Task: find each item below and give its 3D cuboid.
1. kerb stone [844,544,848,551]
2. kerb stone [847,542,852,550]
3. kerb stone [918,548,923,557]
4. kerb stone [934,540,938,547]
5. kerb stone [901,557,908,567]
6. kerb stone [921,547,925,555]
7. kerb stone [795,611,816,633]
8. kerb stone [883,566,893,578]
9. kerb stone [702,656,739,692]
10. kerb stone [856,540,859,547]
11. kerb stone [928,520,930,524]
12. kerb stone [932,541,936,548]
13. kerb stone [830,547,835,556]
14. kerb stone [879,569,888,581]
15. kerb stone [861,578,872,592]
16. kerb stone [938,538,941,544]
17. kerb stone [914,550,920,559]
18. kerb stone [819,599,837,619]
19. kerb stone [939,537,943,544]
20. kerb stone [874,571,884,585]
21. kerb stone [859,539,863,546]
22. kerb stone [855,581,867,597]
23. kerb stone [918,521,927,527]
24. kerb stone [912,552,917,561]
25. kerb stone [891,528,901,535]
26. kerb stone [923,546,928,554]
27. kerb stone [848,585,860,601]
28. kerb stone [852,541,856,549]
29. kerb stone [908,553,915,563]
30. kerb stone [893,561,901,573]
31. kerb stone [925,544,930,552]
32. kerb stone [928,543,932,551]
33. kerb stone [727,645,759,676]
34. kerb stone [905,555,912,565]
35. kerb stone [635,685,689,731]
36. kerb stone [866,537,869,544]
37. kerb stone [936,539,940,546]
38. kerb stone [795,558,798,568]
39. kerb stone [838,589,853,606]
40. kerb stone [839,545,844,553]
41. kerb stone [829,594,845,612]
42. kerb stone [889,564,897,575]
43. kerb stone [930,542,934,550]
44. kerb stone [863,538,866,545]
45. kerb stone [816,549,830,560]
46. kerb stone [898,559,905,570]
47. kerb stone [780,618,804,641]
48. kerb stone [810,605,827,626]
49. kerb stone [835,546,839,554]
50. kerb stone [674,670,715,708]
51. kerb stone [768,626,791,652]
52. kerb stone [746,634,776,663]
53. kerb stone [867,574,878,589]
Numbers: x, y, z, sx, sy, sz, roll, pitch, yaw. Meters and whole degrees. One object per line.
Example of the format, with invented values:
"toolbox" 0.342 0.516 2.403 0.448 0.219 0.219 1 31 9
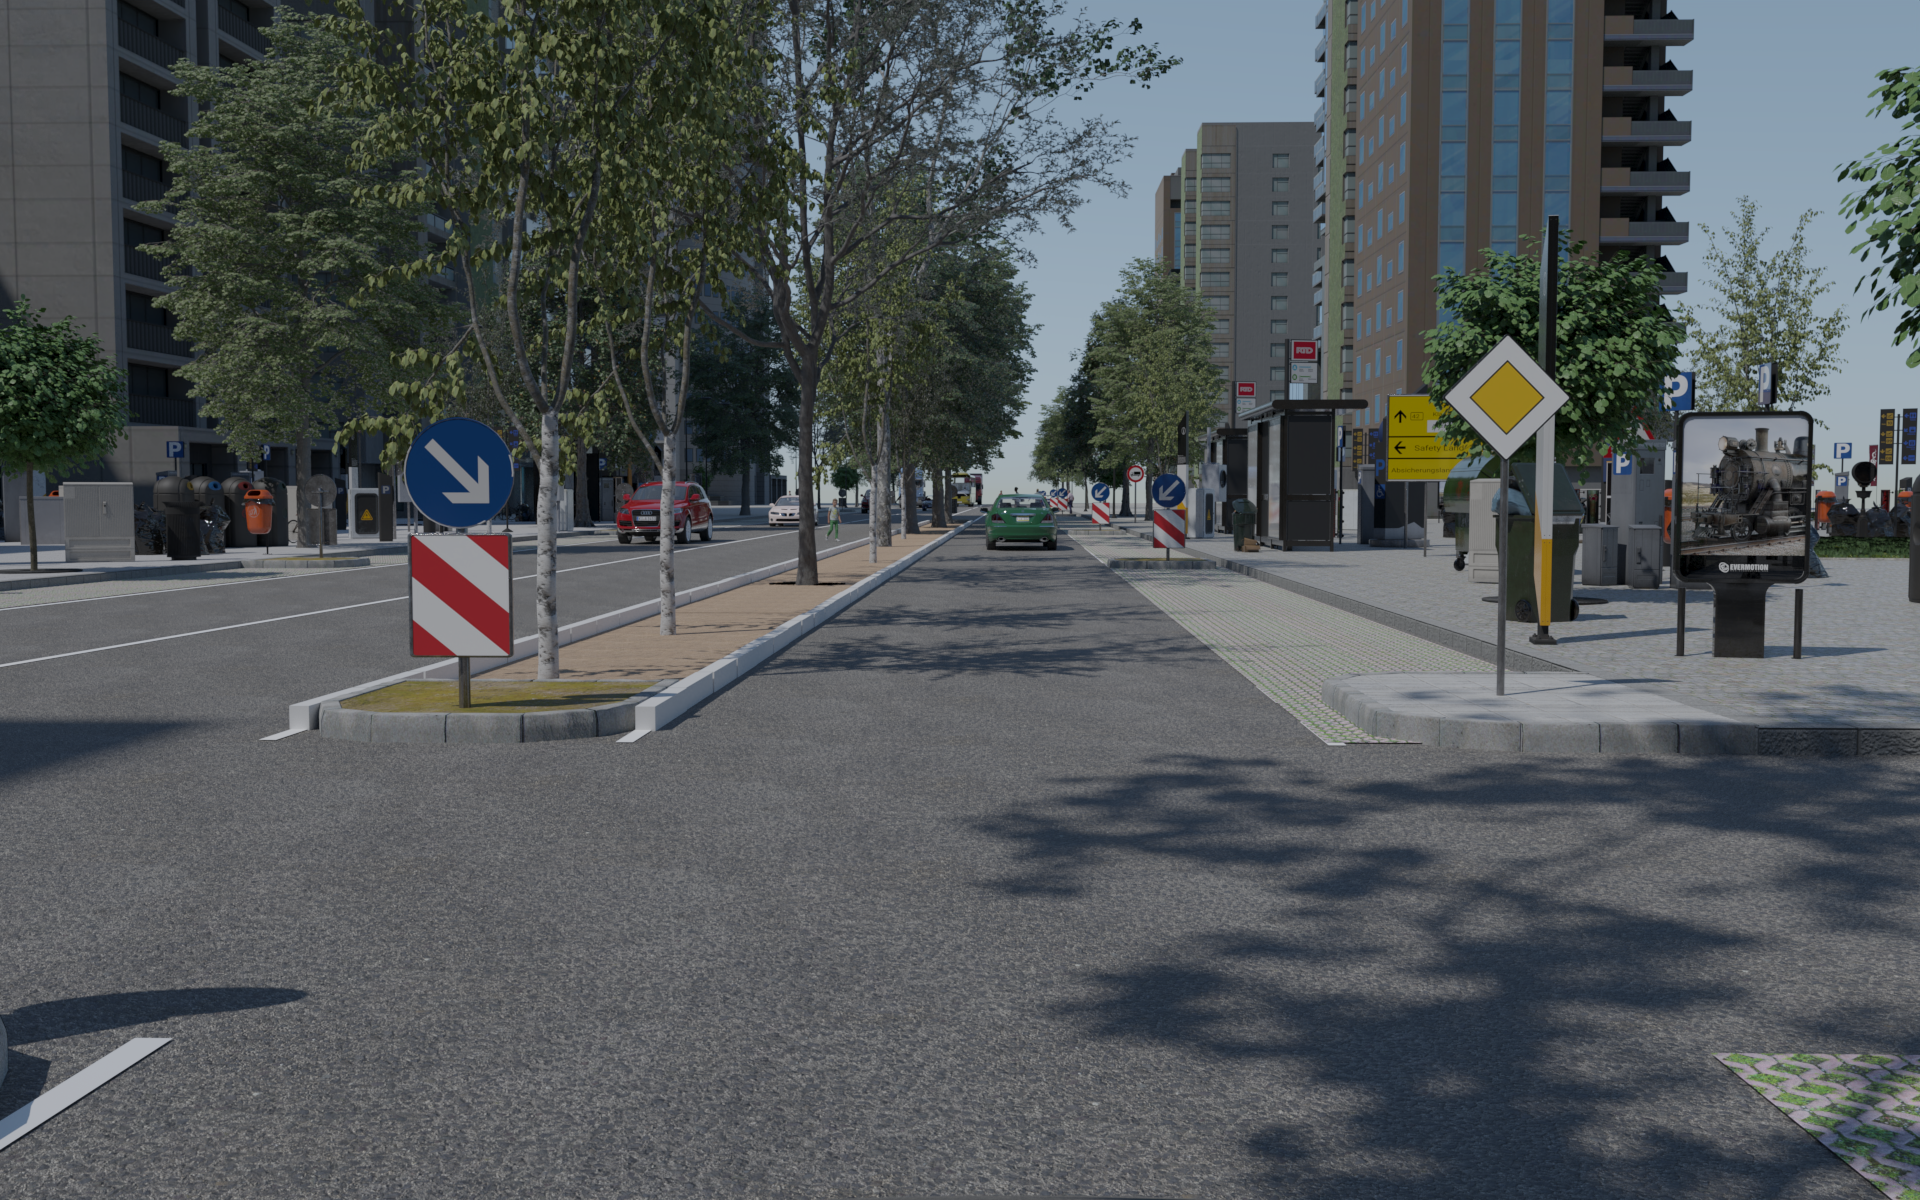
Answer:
"kerb stone" -2.935 -1.253 42.757 0.120 0.150 1.000 0 4 2
"kerb stone" -2.907 -1.319 43.780 0.120 0.150 1.000 0 4 2
"kerb stone" -0.977 -1.004 38.603 0.120 0.150 1.000 0 4 2
"kerb stone" -0.735 -1.439 45.774 0.120 0.150 1.000 0 4 2
"kerb stone" -1.138 -0.690 33.475 0.120 0.150 1.000 0 4 2
"kerb stone" -0.937 -1.066 39.627 0.120 0.150 1.000 0 4 2
"kerb stone" -1.649 0.249 18.131 0.120 0.150 1.000 0 4 2
"kerb stone" -1.282 -0.439 29.380 0.120 0.150 1.000 0 4 2
"kerb stone" -1.818 0.562 13.002 0.120 0.150 1.000 0 4 2
"kerb stone" -2.836 -1.446 45.830 0.120 0.150 1.000 0 4 2
"kerb stone" -1.642 -3.639 81.695 0.120 0.150 1.000 0 4 2
"kerb stone" -0.770 -1.377 44.753 0.120 0.150 1.000 0 4 2
"kerb stone" -3.031 -1.070 39.685 0.120 0.150 1.000 0 4 2
"kerb stone" -1.316 -0.377 28.358 0.120 0.150 1.000 0 4 2
"kerb stone" -1.419 -0.190 25.294 0.120 0.150 1.000 0 4 2
"kerb stone" -0.663 -1.565 47.829 0.120 0.150 1.000 0 4 2
"kerb stone" -1.008 -0.941 37.579 0.120 0.150 1.000 0 4 2
"kerb stone" -1.576 0.126 20.174 0.120 0.150 1.000 0 4 2
"kerb stone" -0.631 -1.630 48.854 0.120 0.150 1.000 0 4 2
"kerb stone" -1.341 -0.314 27.337 0.120 0.150 1.000 0 4 2
"kerb stone" -2.797 -1.505 46.852 0.120 0.150 1.000 0 4 2
"kerb stone" -1.444 -0.127 24.272 0.120 0.150 1.000 0 4 2
"kerb stone" -1.716 -3.514 79.646 0.120 0.150 1.000 0 4 2
"kerb stone" -1.043 -0.878 36.557 0.120 0.150 1.000 0 4 2
"kerb stone" -2.292 -2.448 62.216 0.120 0.150 1.000 0 4 2
"kerb stone" -0.907 -1.124 40.657 0.120 0.150 1.000 0 4 2
"kerb stone" -1.479 -0.060 23.244 0.120 0.150 1.000 0 4 2
"kerb stone" -2.870 -1.383 44.808 0.120 0.150 1.000 0 4 2
"kerb stone" -1.068 -0.815 35.529 0.120 0.150 1.000 0 4 2
"kerb stone" -1.207 -0.563 31.427 0.120 0.150 1.000 0 4 2
"kerb stone" -0.867 -1.192 41.686 0.120 0.150 1.000 0 4 2
"kerb stone" -0.837 -1.255 42.707 0.120 0.150 1.000 0 4 2
"kerb stone" -1.780 0.500 14.028 0.120 0.150 1.000 0 4 2
"kerb stone" -1.104 -0.752 34.497 0.120 0.150 1.000 0 4 2
"kerb stone" -1.884 0.687 10.959 0.120 0.150 1.000 0 4 2
"kerb stone" -2.729 -1.633 48.895 0.120 0.150 1.000 0 4 2
"kerb stone" -0.703 -1.499 46.796 0.120 0.150 1.000 0 4 2
"kerb stone" -3.236 -0.693 33.526 0.120 0.150 1.000 0 4 2
"kerb stone" -1.517 -0.001 22.222 0.120 0.150 1.000 0 4 2
"kerb stone" -2.974 -1.190 41.728 0.120 0.150 1.000 0 4 2
"kerb stone" -1.548 0.061 21.201 0.120 0.150 1.000 0 4 2
"kerb stone" -1.240 -0.500 30.401 0.120 0.150 1.000 0 4 2
"kerb stone" -0.808 -1.317 43.732 0.120 0.150 1.000 0 4 2
"kerb stone" -2.765 -1.570 47.873 0.120 0.150 1.000 0 4 2
"kerb stone" -3.071 -1.007 38.662 0.120 0.150 1.000 0 4 2
"kerb stone" -1.167 -0.625 32.448 0.120 0.150 1.000 0 4 2
"kerb stone" -1.690 0.314 17.110 0.120 0.150 1.000 0 4 2
"kerb stone" -1.610 0.195 19.153 0.120 0.150 1.000 0 4 2
"kerb stone" -3.009 -1.132 40.707 0.120 0.150 1.000 0 4 2
"kerb stone" -1.858 0.625 11.981 0.120 0.150 1.000 0 4 2
"kerb stone" -1.718 0.381 16.085 0.120 0.150 1.000 0 4 2
"kerb stone" -1.752 0.437 15.052 0.120 0.150 1.000 0 4 2
"kerb stone" -1.381 -0.251 26.316 0.120 0.150 1.000 0 4 2
